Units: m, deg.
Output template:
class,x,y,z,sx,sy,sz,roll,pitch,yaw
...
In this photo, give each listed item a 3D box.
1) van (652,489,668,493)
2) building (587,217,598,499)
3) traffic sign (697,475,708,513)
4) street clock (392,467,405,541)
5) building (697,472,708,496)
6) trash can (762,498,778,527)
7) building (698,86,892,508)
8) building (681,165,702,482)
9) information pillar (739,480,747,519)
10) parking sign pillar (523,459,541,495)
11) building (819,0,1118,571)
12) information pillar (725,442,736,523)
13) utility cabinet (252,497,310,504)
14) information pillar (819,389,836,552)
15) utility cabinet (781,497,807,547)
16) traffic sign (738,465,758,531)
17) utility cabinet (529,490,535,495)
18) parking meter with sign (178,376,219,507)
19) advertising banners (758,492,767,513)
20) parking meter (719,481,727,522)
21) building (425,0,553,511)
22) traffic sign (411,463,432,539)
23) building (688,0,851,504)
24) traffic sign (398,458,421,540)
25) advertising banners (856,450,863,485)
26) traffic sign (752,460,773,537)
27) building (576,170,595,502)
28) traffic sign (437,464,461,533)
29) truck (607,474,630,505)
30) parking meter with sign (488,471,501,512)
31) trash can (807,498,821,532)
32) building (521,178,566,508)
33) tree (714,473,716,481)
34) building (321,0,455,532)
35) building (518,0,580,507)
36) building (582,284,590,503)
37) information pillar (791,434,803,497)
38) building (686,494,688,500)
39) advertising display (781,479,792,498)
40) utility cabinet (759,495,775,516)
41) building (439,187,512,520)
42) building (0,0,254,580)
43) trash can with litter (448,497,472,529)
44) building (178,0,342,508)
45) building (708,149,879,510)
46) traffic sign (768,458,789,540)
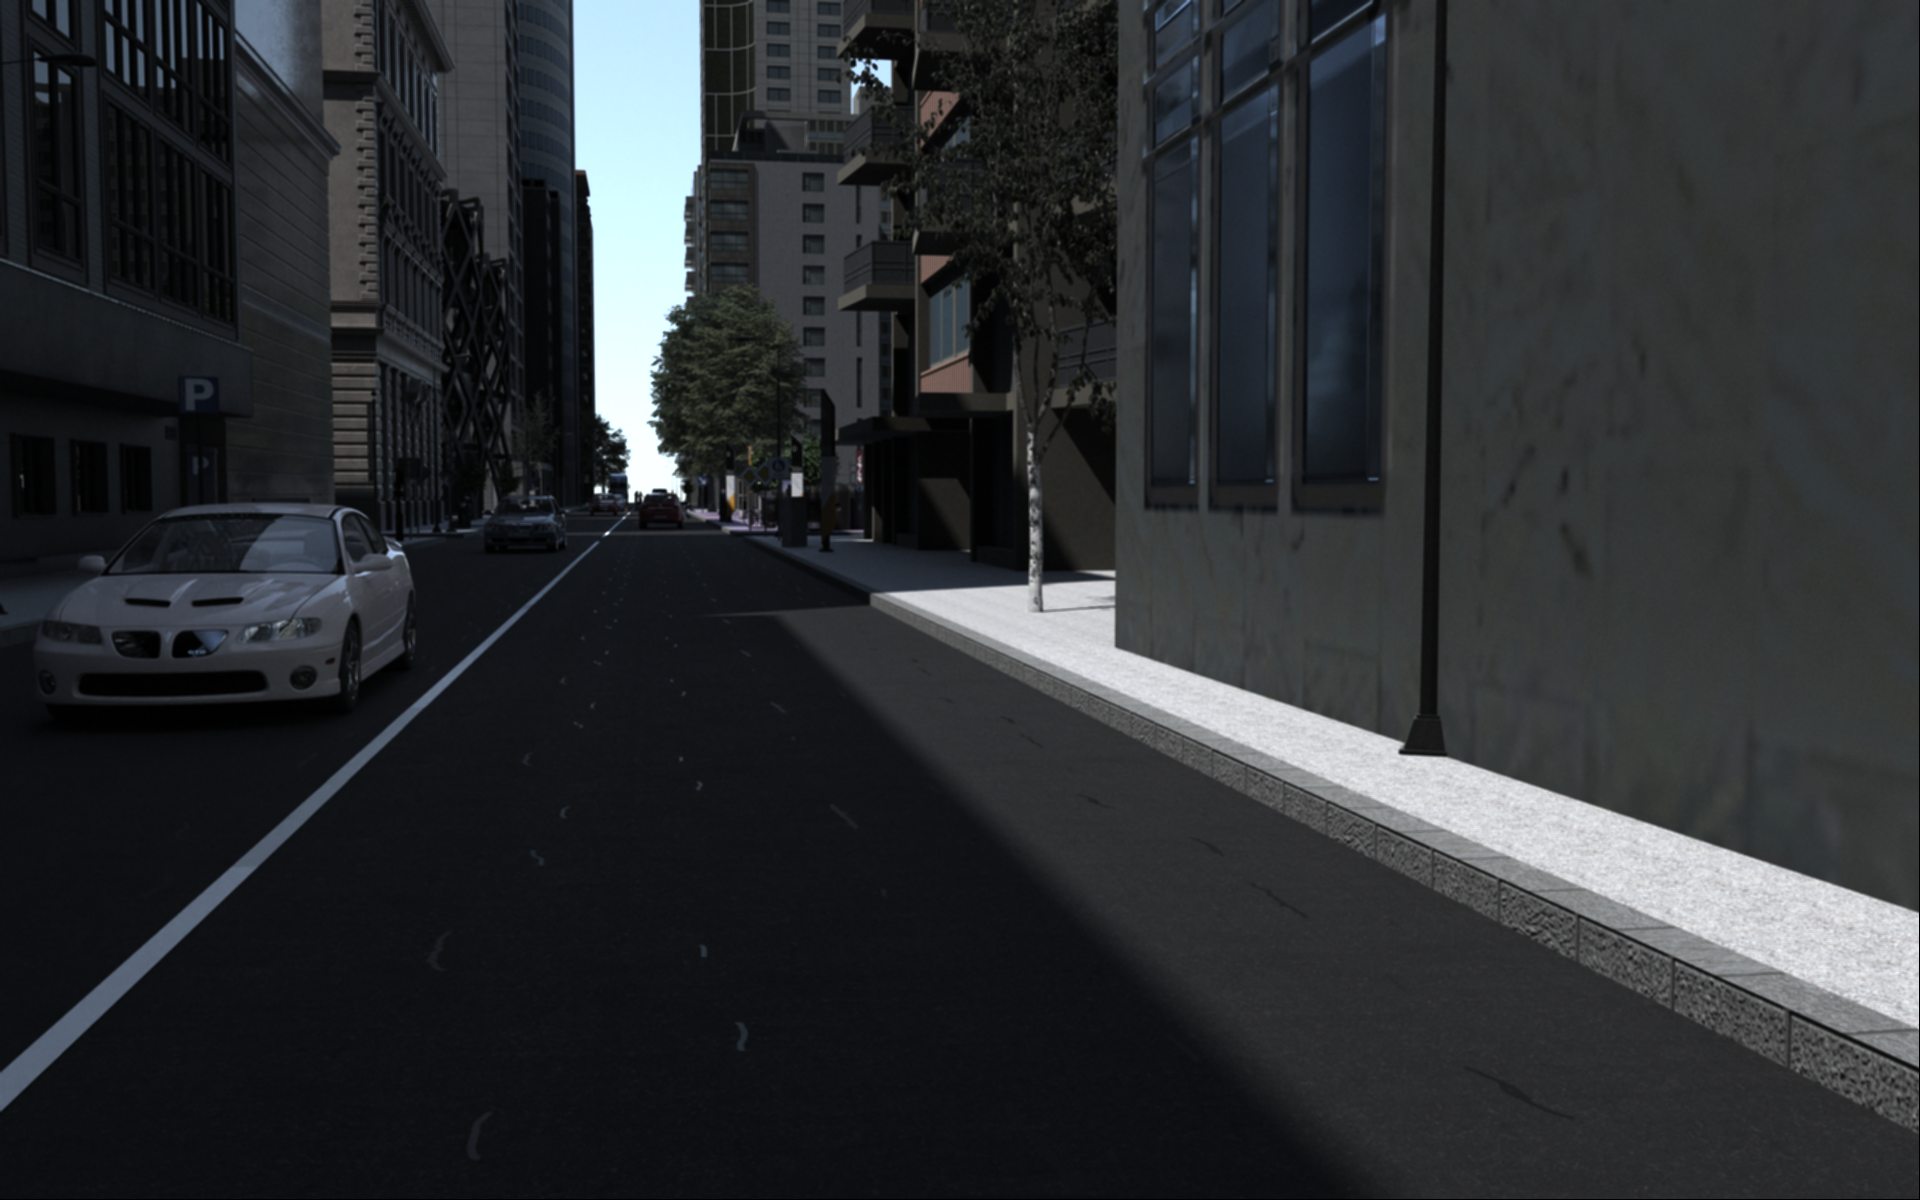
class,x,y,z,sx,sy,sz,roll,pitch,yaw
van,-34.974,-12.083,201.936,2.240,2.365,5.245,-1,4,-9
building,-64.025,-37.866,269.223,14.600,45.320,14.200,-1,4,-10
traffic sign,-17.282,-7.104,116.252,0.768,2.556,0.104,0,4,-7
street clock,-15.264,-2.603,47.122,0.358,2.002,0.471,-2,4,-29
building,-15.412,-21.462,195.946,27.650,21.520,28.899,-1,4,-10
trash can,-7.312,-3.365,66.677,0.748,1.137,0.748,0,3,0
building,-9.391,-29.213,169.508,32.217,40.220,23.993,-1,4,-10
building,-28.915,-38.767,253.453,23.786,49.044,30.456,-1,4,-10
information pillar,-11.112,-5.150,88.688,0.304,2.012,0.304,-3,5,-44
parking sign pillar,-31.644,-8.533,127.988,1.447,3.967,1.447,3,4,38
building,8.941,-23.401,37.223,22.147,44.769,28.867,-1,4,-10
information pillar,-10.254,-5.264,77.415,0.504,3.616,0.183,2,4,35
utility cabinet,-13.176,-1.375,33.651,1.020,1.237,0.306,-2,4,-30
information pillar,-2.926,-2.874,38.341,0.183,3.616,0.504,-3,4,-36
utility cabinet,-4.054,-1.907,42.337,0.306,1.237,1.020,1,4,16
traffic sign,-7.195,-3.408,59.356,0.795,2.450,0.064,-1,4,-10
utility cabinet,-25.333,-5.743,102.570,0.318,1.500,1.173,-1,4,-12
parking meter with sign,-11.564,-1.848,26.468,0.543,3.016,1.738,-1,4,-21
advertising banners,-13.333,-7.299,115.527,0.090,3.025,2.074,1,4,19
parking meter,-10.847,-4.517,79.559,0.399,1.863,0.255,0,4,-6
building,-43.740,-42.813,138.249,20.563,71.187,20.611,-1,4,-10
traffic sign,-15.580,-2.821,49.769,0.795,2.450,0.064,-1,4,-10
building,-25.550,-48.271,227.488,20.563,71.187,20.611,-1,4,-10
traffic sign,-15.465,-2.848,48.696,0.606,2.300,0.079,-1,4,-10
advertising banners,-3.549,-4.401,68.141,0.090,3.025,2.074,-2,4,-35
traffic sign,-5.788,-2.927,51.496,0.795,2.450,0.064,-1,4,-10
building,-59.503,-34.966,226.311,22.147,44.769,28.867,-1,4,-10
traffic sign,-16.988,-3.302,57.630,0.795,2.450,0.064,-1,4,-10
truck,-46.246,-14.970,234.524,2.967,4.110,18.799,-1,4,-11
parking meter with sign,-33.275,-7.848,124.579,0.543,3.016,1.738,-3,5,-41
trash can,-4.991,-2.922,59.431,0.748,1.137,0.748,0,3,0
building,-43.499,-23.574,157.136,14.160,30.474,14.107,-1,4,-10
tree,-19.478,-11.434,137.312,4.737,8.622,4.395,0,3,0
building,-25.954,-14.514,66.188,11.050,23.489,19.941,-1,4,-10
building,-50.392,-38.808,176.505,21.231,58.520,28.212,-1,4,-10
building,-65.190,-38.353,250.767,21.300,48.544,21.600,-1,4,-10
information pillar,-6.397,-4.688,67.997,0.504,3.616,0.183,1,4,19
building,-28.372,-36.066,281.556,32.217,40.220,23.993,-1,4,-10
advertising display,-7.282,-4.226,74.314,0.974,1.923,0.123,-3,4,-37
utility cabinet,-11.477,-5.608,102.856,0.306,1.237,1.020,3,5,44
building,-36.268,-14.580,105.843,16.820,18.784,16.811,-1,4,-10
building,-19.070,-13.952,21.622,14.314,27.812,24.014,-1,4,-10
trash can with litter,-18.651,-3.246,64.452,1.055,1.170,0.624,2,4,32
building,-25.910,-15.538,39.954,20.117,28.700,13.634,-1,4,-10
building,-14.653,-23.107,149.495,14.160,30.474,14.107,-1,4,-10
traffic sign,-4.994,-2.791,47.765,0.606,2.300,0.079,0,4,-3
